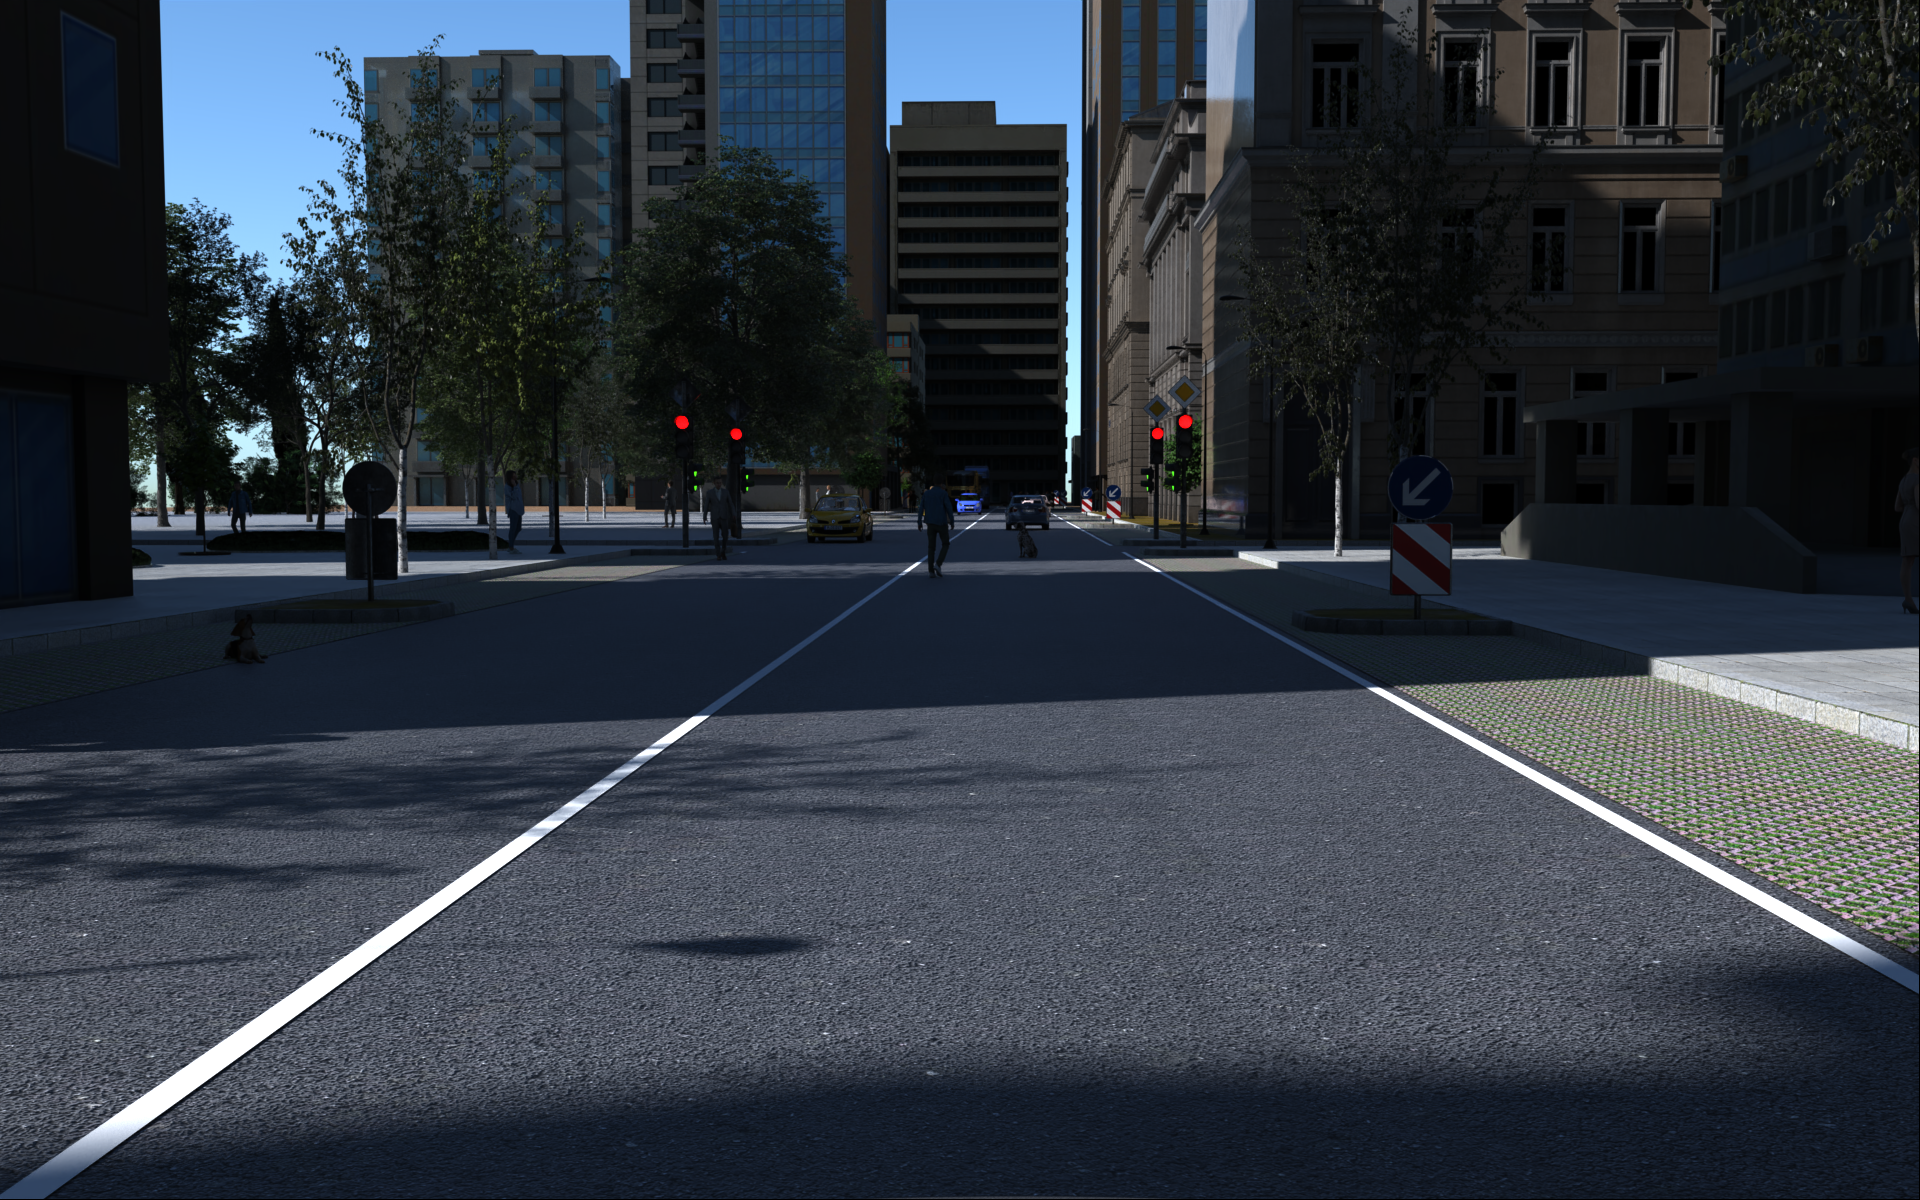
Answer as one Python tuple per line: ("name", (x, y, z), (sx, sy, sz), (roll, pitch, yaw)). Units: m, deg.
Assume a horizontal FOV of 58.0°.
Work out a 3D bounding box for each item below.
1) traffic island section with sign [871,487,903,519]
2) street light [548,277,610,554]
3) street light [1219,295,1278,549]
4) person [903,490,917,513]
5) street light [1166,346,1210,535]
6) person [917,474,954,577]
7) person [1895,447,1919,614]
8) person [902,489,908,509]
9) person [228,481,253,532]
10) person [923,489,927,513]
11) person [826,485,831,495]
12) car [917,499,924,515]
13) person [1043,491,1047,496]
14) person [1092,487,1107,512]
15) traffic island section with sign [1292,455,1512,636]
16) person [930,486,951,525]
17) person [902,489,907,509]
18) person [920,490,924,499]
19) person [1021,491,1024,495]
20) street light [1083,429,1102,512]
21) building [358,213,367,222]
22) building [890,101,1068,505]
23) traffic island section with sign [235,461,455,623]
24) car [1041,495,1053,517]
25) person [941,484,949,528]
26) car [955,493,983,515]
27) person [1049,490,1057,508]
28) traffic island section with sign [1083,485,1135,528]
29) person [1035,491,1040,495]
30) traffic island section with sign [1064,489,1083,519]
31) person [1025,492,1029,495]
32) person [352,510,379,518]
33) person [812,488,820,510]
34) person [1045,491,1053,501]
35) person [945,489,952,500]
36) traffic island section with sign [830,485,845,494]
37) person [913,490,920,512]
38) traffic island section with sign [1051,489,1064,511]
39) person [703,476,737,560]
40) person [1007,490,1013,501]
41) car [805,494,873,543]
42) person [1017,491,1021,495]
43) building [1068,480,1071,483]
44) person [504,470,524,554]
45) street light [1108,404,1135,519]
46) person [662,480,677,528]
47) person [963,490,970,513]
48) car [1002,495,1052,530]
("traffic island section with sign", (-4.345, -5.672, 101.369), (1.989, 1.847, 2.006), (0, 4, 2))
("street light", (-8.151, -3.953, 37.169), (1.470, 5.913, 1.316), (0, 4, 2))
("street light", (6.754, -4.163, 40.602), (1.470, 5.913, 1.316), (0, 4, 2))
("person", (-3.677, -7.308, 128.806), (1.217, 1.723, 0.721), (2, 4, 31))
("street light", (7.157, -5.005, 54.379), (1.470, 5.913, 1.316), (0, 4, 2))
("person", (-0.413, -1.276, 29.708), (0.601, 1.785, 0.444), (1, 4, 23))
("person", (10.254, -0.740, 18.483), (0.374, 1.781, 0.599), (0, 4, 3))
("person", (-4.813, -8.922, 152.589), (0.621, 1.740, 0.551), (-2, 4, -24))
("person", (-19.974, -2.398, 48.048), (0.601, 1.785, 0.444), (0, 4, 4))
("person", (-2.026, -5.718, 102.737), (0.466, 1.731, 0.760), (3, 4, 37))
("person", (-7.352, -5.572, 97.500), (0.624, 1.780, 0.694), (2, 4, 30))
("car", (-1.753, -6.293, 114.680), (2.131, 1.459, 4.920), (0, 4, 4))
("person", (8.971, -10.490, 180.811), (0.445, 1.727, 0.742), (2, 4, 26))
("person", (10.069, -7.379, 126.716), (1.348, 1.821, 0.705), (0, 4, 7))
("traffic island section with sign", (4.599, -0.597, 18.386), (1.989, 1.847, 2.006), (0, 4, 2))
("person", (-1.084, -4.414, 80.884), (0.699, 1.804, 1.509), (-2, 4, -33))
("person", (-4.809, -8.779, 150.241), (0.621, 1.740, 0.551), (-3, 4, -36))
("person", (-3.847, -10.601, 180.175), (0.445, 1.727, 0.742), (1, 4, 22))
("person", (6.833, -11.236, 192.728), (1.217, 1.766, 0.721), (0, 4, -1))
("street light", (9.475, -9.234, 123.517), (1.470, 5.913, 1.316), (0, 4, 2))
("building", (-62.143, -32.605, 224.967), (23.993, 40.220, 32.217), (0, 4, 2))
("building", (2.499, -36.298, 217.176), (21.600, 48.544, 21.300), (0, 4, 2))
("traffic island section with sign", (-6.980, -0.695, 19.996), (1.989, 1.847, 2.006), (0, 4, 2))
("car", (4.785, -5.903, 108.871), (2.083, 1.381, 4.827), (0, 4, 3))
("person", (-0.733, -3.519, 66.218), (0.590, 1.801, 0.661), (1, 4, 17))
("car", (0.650, -6.768, 120.251), (1.945, 1.707, 3.694), (0, 4, 0))
("person", (9.277, -10.139, 173.909), (1.348, 1.869, 0.705), (-3, 4, -36))
("traffic island section with sign", (6.387, -3.983, 73.750), (1.989, 1.847, 2.006), (0, 4, 2))
("person", (7.600, -9.879, 170.756), (1.217, 1.736, 0.721), (1, 4, 20))
("traffic island section with sign", (7.261, -5.655, 101.089), (1.989, 1.847, 2.006), (0, 4, 2))
("person", (7.448, -11.305, 194.145), (0.445, 1.727, 0.742), (-3, 4, -36))
("person", (-12.250, -1.757, 35.518), (0.760, 1.731, 0.466), (1, 4, 23))
("person", (-10.019, -7.034, 121.807), (0.760, 1.731, 0.466), (-3, 5, -40))
("person", (7.837, -8.922, 155.168), (1.217, 1.735, 0.721), (1, 4, 20))
("person", (-1.113, -7.944, 138.017), (0.705, 1.869, 1.348), (-3, 5, -44))
("traffic island section with sign", (-5.225, -4.006, 74.133), (1.989, 1.847, 2.006), (0, 4, 2))
("person", (-3.664, -8.001, 140.034), (1.217, 1.735, 0.721), (3, 5, 42))
("traffic island section with sign", (8.880, -8.700, 150.866), (1.989, 1.847, 2.006), (0, 4, 2))
("person", (-5.190, -1.765, 37.475), (0.709, 1.813, 0.853), (-1, 4, -20))
("person", (4.527, -9.122, 157.509), (0.599, 1.838, 0.709), (1, 4, 11))
("car", (-3.598, -2.561, 52.100), (2.015, 1.641, 3.980), (0, 4, 2))
("person", (5.054, -8.418, 147.056), (0.541, 1.710, 0.530), (-2, 4, -30))
("building", (28.266, -34.437, 217.670), (28.867, 44.769, 22.147), (0, 4, 2))
("person", (-9.578, -1.885, 37.120), (0.793, 1.790, 0.793), (-2, 4, -26))
("street light", (8.295, -7.120, 88.954), (1.470, 5.913, 1.316), (0, 4, 2))
("person", (-11.104, -3.658, 66.053), (0.583, 1.804, 0.606), (2, 4, 30))
("person", (0.499, -7.527, 132.119), (0.990, 1.755, 0.434), (-2, 4, -28))
("car", (2.712, -3.549, 70.027), (2.014, 1.417, 4.499), (0, 4, 1))
